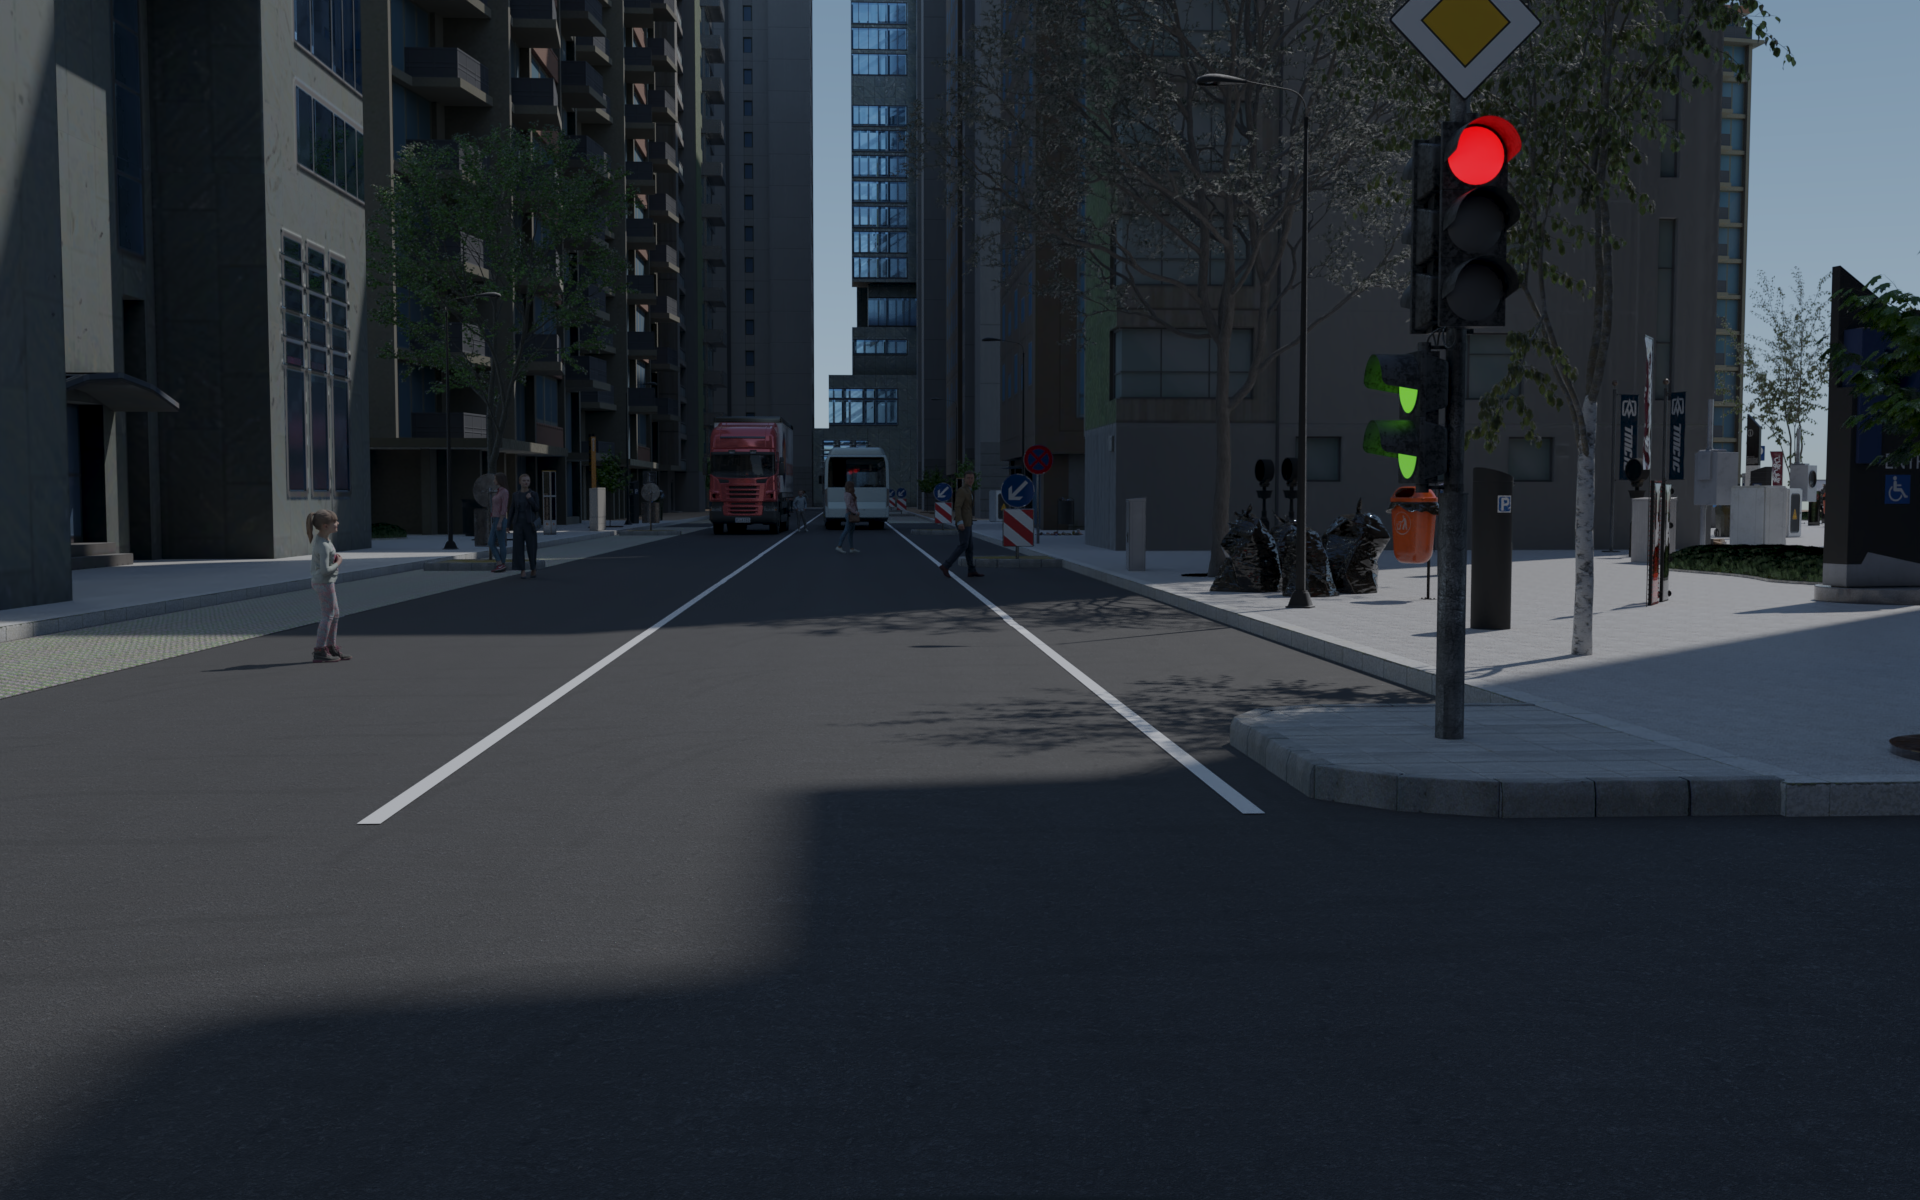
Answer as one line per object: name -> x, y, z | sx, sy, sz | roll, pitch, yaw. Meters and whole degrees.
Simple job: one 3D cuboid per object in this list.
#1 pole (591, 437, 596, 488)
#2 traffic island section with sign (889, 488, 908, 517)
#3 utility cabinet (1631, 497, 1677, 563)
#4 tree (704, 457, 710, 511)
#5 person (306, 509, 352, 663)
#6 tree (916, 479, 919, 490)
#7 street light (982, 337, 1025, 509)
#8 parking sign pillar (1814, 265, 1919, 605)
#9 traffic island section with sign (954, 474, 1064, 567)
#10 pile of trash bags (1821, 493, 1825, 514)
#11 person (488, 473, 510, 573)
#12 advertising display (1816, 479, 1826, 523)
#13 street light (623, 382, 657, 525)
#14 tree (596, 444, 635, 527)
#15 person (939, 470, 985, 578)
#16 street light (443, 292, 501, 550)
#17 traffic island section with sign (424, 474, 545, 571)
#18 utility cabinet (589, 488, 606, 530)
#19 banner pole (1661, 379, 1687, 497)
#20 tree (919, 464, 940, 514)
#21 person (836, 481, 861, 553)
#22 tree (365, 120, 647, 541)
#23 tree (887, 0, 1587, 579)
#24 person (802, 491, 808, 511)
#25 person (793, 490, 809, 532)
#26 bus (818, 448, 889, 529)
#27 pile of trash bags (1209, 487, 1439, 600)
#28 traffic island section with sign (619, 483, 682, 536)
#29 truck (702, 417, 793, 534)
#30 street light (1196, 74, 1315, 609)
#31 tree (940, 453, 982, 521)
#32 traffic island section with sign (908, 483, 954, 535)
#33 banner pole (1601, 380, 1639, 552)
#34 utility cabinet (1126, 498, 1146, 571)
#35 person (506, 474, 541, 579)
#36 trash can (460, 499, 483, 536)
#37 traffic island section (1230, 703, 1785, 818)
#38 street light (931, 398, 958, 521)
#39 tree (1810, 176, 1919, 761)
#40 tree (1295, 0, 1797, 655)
pole -> -13.045, -4.152, 61.728 | 0.158, 3.312, 0.155 | 0, 3, 0
traffic island section with sign -> -3.870, -6.244, 110.711 | 1.989, 1.847, 2.006 | 0, 4, -4
utility cabinet -> 12.900, -1.289, 32.237 | 0.306, 1.237, 1.020 | -1, 4, -11
tree -> -18.778, -9.085, 132.248 | 4.285, 4.588, 4.351 | 0, 3, 0
person -> -5.389, -0.123, 14.792 | 0.394, 1.301, 0.425 | -3, 5, -39
tree -> -2.350, -7.664, 119.914 | 1.663, 3.219, 1.824 | 0, 3, 0
street light -> 1.345, -4.830, 51.508 | 1.470, 5.913, 1.316 | 0, 4, -4
parking sign pillar -> 11.003, -1.963, 20.568 | 1.447, 3.967, 1.447 | -1, 4, -12
traffic island section with sign -> 0.981, -1.599, 34.766 | 1.989, 1.847, 2.006 | 0, 4, -4
pile of trash bags -> 34.455, -3.443, 66.048 | 1.912, 1.369, 3.447 | -2, 4, -28
person -> -8.389, -1.405, 31.488 | 0.388, 1.821, 0.555 | -3, 4, -39
advertising display -> 38.120, -4.341, 76.186 | 0.974, 1.923, 0.123 | 1, 4, 23
street light -> -13.295, -6.085, 72.027 | 1.470, 5.913, 1.316 | 0, 4, -4
tree -> -13.404, -4.423, 66.918 | 1.663, 3.219, 1.824 | 0, 3, 0
person -> 0.054, -1.306, 29.771 | 0.836, 1.842, 0.656 | -1, 4, -17
street light -> -11.265, -4.126, 39.994 | 1.470, 5.913, 1.316 | 0, 4, -4
traffic island section with sign -> -9.007, -1.493, 33.039 | 1.989, 1.847, 2.006 | 0, 4, -4
utility cabinet -> -12.690, -3.176, 60.602 | 0.318, 1.500, 1.173 | 0, 4, 2
banner pole -> 15.418, -2.906, 37.536 | 0.401, 3.779, 0.863 | -1, 4, -17
tree -> -1.525, -7.188, 112.125 | 1.663, 3.219, 1.824 | 0, 3, 0
person -> -2.743, -2.031, 42.303 | 0.643, 1.750, 0.593 | -1, 4, -12
tree -> -12.741, -7.449, 47.544 | 9.928, 11.665, 9.643 | 0, 3, 0
tree -> 4.158, -7.098, 26.427 | 12.009, 13.543, 11.850 | 0, 3, 0
person -> -13.554, -8.603, 149.952 | 1.217, 1.735, 0.721 | 3, 4, 39
person -> -6.060, -3.395, 65.819 | 0.589, 1.601, 0.330 | -1, 4, -13
bus -> -4.641, -4.903, 75.031 | 2.948, 3.499, 13.247 | 0, 4, -5
pile of trash bags -> 4.781, -0.758, 22.143 | 1.912, 1.369, 3.447 | -2, 4, -31
traffic island section with sign -> -10.749, -3.160, 60.299 | 1.989, 1.847, 2.006 | 0, 4, -4
truck -> -7.766, -4.652, 64.977 | 2.839, 4.237, 11.283 | 0, 4, -3
street light -> 3.305, -2.864, 19.365 | 1.470, 5.913, 1.316 | 0, 4, -4
tree -> 0.181, -5.355, 82.149 | 1.663, 3.219, 1.824 | 0, 3, 0
traffic island section with sign -> -0.749, -3.247, 61.720 | 1.989, 1.847, 2.006 | 0, 4, -4
banner pole -> 14.601, -2.947, 38.199 | 0.863, 3.779, 0.401 | -1, 4, -17
utility cabinet -> 2.962, -1.108, 29.275 | 0.306, 1.237, 1.020 | 0, 4, 3
person -> -7.423, -1.258, 29.494 | 0.576, 1.772, 0.534 | -1, 4, -18
trash can -> -14.810, -2.506, 52.634 | 0.748, 1.137, 0.748 | 0, 3, 0
traffic island section -> 2.597, 0.805, 9.117 | 2.009, 0.180, 2.903 | 0, 4, -4
street light -> -0.705, -6.806, 83.823 | 1.470, 5.913, 1.316 | 0, 4, -4
tree -> 4.998, -0.845, 8.412 | 1.663, 3.219, 1.824 | 0, 3, 0
tree -> 4.763, -3.874, 13.698 | 4.360, 8.622, 3.978 | 0, 3, 0
